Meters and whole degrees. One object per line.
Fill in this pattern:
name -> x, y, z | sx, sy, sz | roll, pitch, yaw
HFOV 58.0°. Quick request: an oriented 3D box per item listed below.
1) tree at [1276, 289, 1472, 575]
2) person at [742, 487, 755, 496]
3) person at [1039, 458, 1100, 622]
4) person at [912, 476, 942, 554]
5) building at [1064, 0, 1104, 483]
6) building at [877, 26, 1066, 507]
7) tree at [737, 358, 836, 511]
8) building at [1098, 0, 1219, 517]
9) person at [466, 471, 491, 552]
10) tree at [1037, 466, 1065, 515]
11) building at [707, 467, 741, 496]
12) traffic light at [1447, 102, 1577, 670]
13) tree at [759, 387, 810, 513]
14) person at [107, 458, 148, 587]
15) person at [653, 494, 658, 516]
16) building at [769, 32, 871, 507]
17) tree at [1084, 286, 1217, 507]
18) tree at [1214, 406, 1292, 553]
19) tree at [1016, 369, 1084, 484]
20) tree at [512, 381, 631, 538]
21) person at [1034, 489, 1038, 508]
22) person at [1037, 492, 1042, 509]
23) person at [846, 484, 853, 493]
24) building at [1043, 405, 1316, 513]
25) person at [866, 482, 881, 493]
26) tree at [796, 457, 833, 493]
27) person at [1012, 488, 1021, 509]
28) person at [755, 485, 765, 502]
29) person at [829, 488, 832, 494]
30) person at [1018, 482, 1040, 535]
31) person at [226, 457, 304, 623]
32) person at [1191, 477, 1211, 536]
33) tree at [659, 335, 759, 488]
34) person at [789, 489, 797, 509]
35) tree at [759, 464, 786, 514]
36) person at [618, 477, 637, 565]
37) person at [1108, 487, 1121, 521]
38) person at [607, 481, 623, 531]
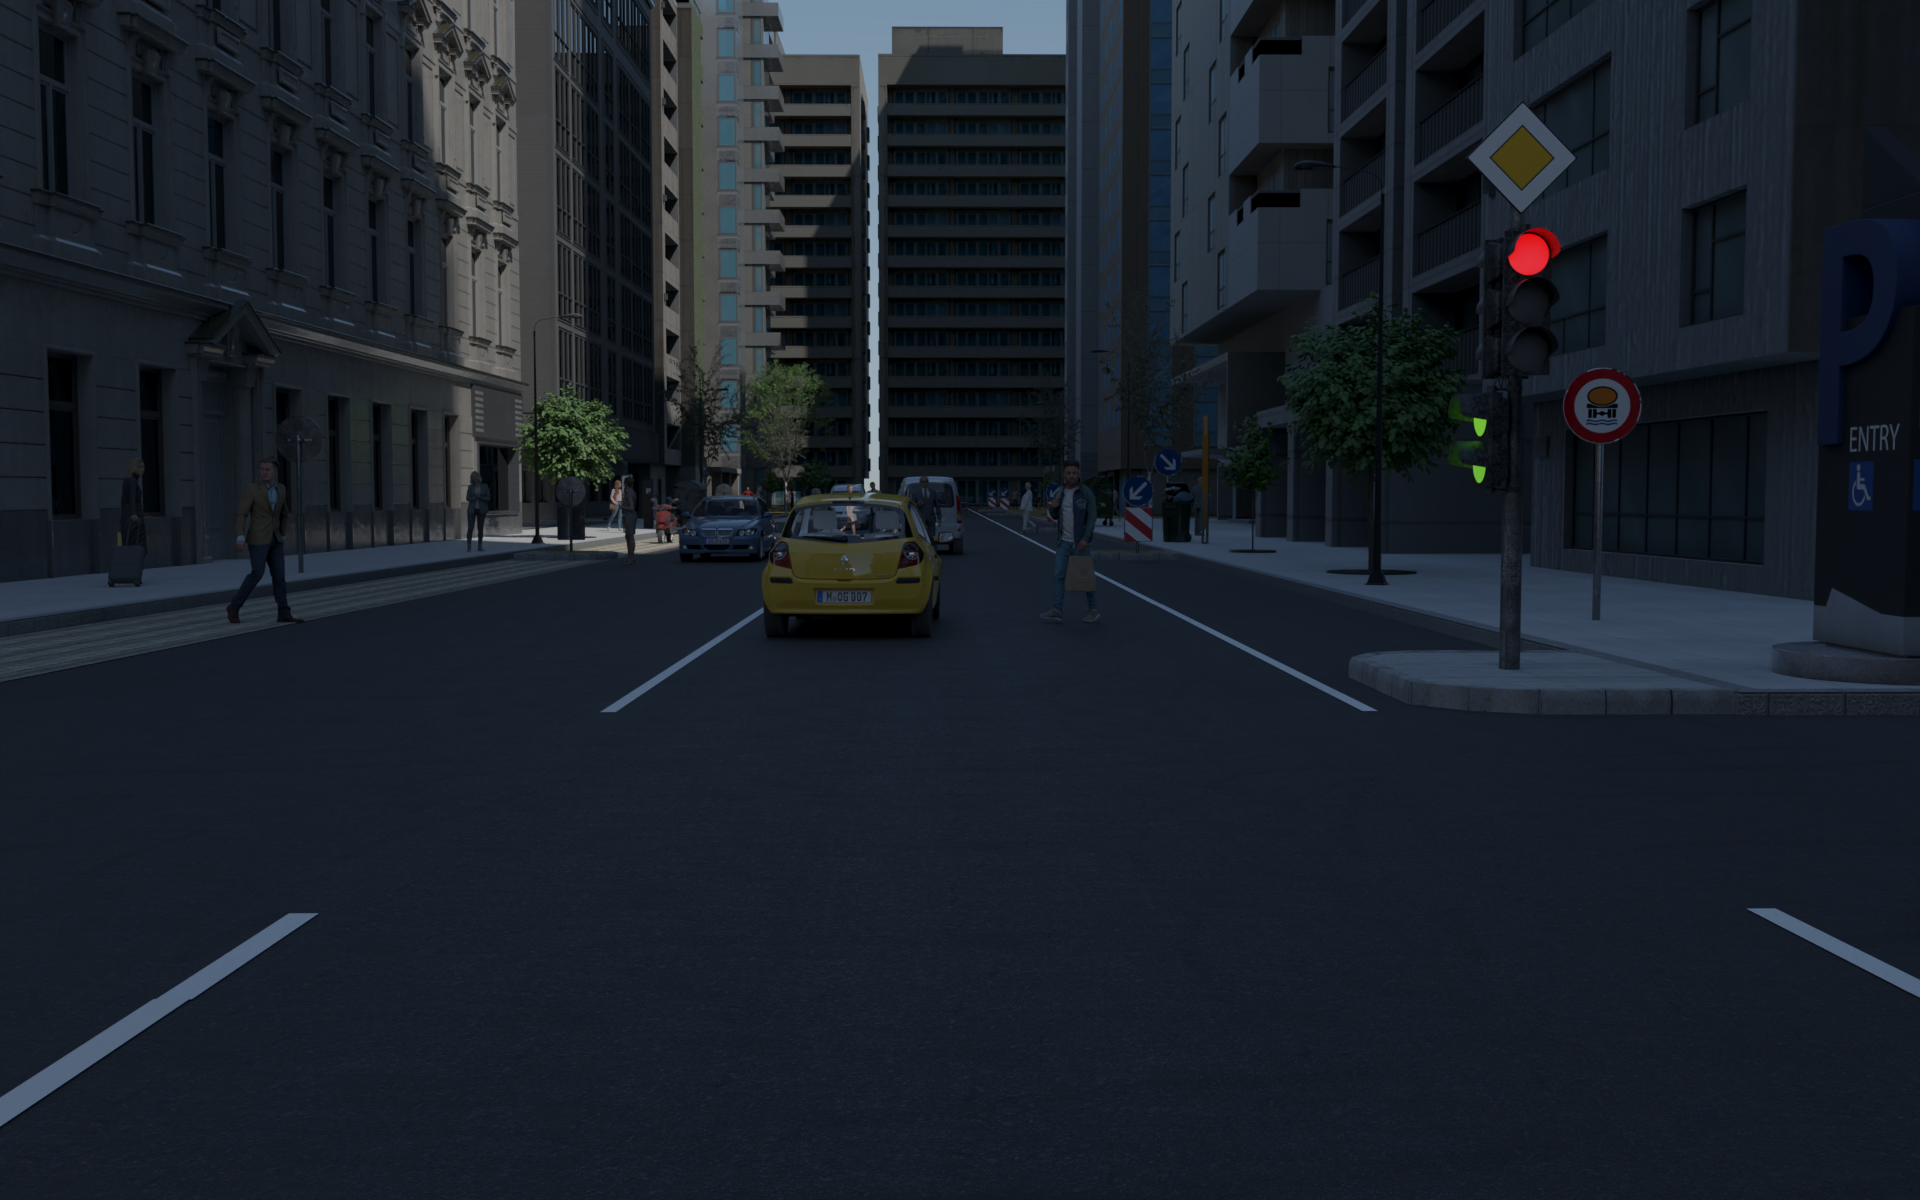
tree -> 6.734, -2.713, 28.063 | 4.285, 4.588, 4.351 | 0, 3, 0
person -> -15.995, -7.624, 130.634 | 1.348, 1.831, 0.705 | -1, 4, -18
person -> 1.285, -0.658, 19.244 | 0.713, 1.824, 0.794 | -3, 4, -36
person -> -0.691, -1.645, 35.567 | 0.661, 1.801, 0.590 | -1, 4, -9
building -> 18.081, -35.605, 124.142 | 21.231, 58.520, 28.212 | 0, 4, -1
building -> 2.219, -34.284, 184.238 | 21.600, 48.544, 21.300 | 0, 4, -1
tree -> -13.167, -12.582, 131.469 | 9.928, 11.665, 9.643 | 0, 3, 0
building -> 15.822, -27.704, 103.068 | 14.600, 45.320, 14.200 | 0, 4, -1
person -> -10.764, -1.986, 38.703 | 0.537, 1.800, 0.526 | -1, 4, -10
tree -> 5.565, -6.883, 107.140 | 1.663, 3.219, 1.824 | 0, 3, 0
building -> -31.216, -25.780, 113.388 | 32.217, 40.220, 23.993 | 0, 4, -1
traffic light -> 4.010, -1.447, 12.587 | 0.839, 4.253, 0.868 | 0, 4, -1
tree -> -12.105, -10.299, 118.746 | 4.360, 8.622, 3.978 | 0, 3, 0
person -> -11.746, -1.112, 24.436 | 0.699, 1.804, 1.509 | -1, 4, -9
person -> -14.915, -4.533, 84.432 | 0.394, 1.301, 0.425 | 0, 4, -4
building -> -20.622, -34.289, 184.332 | 21.600, 48.544, 21.300 | 0, 4, -1
tree -> 6.770, -6.753, 60.772 | 4.360, 8.622, 3.978 | 0, 3, 0
tree -> 6.558, -2.658, 38.061 | 1.663, 3.219, 1.824 | 0, 3, 0
tree -> 5.380, -9.169, 100.282 | 4.360, 8.622, 3.978 | 0, 3, 0
tree -> -11.341, -4.089, 50.565 | 4.285, 4.588, 4.351 | 0, 3, 0
person -> 7.134, -9.365, 159.685 | 0.721, 1.766, 1.217 | 0, 4, 0
person -> 6.758, -8.424, 147.003 | 0.421, 1.427, 0.697 | 0, 4, -5
person -> -3.444, -2.709, 53.540 | 0.760, 1.731, 0.466 | -1, 4, -21
building -> 18.104, -43.443, 148.553 | 20.563, 71.187, 20.611 | 0, 4, -1
person -> -2.828, -2.999, 57.383 | 0.661, 1.843, 0.795 | 1, 4, 17
tree -> -12.713, -10.274, 151.688 | 4.285, 4.588, 4.351 | 0, 3, 0
person -> 4.798, -8.610, 147.346 | 0.617, 1.759, 0.750 | 2, 4, 32
person -> -7.503, -3.439, 65.073 | 0.374, 1.781, 0.599 | -1, 4, -23
person -> -8.670, -6.644, 116.754 | 1.348, 1.869, 0.705 | 1, 4, 20
person -> 2.442, -3.220, 61.019 | 0.818, 1.842, 0.514 | -1, 4, -11
person -> -7.700, -0.653, 19.092 | 0.836, 1.842, 0.656 | 0, 4, -2
person -> 7.456, -2.889, 53.449 | 0.661, 1.801, 0.590 | 3, 5, 40
tree -> -11.816, -7.993, 81.050 | 4.360, 8.622, 3.978 | 0, 3, 0
person -> -14.287, -8.639, 147.966 | 0.721, 1.739, 1.217 | -3, 4, -38
tree -> -12.194, -7.164, 111.729 | 1.663, 3.219, 1.824 | 0, 3, 0
person -> -6.743, -1.610, 35.168 | 0.374, 1.781, 0.599 | 0, 4, -5
person -> 7.347, -4.633, 82.385 | 0.593, 1.750, 0.643 | -2, 4, -35
person -> -11.974, -3.278, 60.226 | 0.643, 1.750, 0.593 | 3, 5, 41
